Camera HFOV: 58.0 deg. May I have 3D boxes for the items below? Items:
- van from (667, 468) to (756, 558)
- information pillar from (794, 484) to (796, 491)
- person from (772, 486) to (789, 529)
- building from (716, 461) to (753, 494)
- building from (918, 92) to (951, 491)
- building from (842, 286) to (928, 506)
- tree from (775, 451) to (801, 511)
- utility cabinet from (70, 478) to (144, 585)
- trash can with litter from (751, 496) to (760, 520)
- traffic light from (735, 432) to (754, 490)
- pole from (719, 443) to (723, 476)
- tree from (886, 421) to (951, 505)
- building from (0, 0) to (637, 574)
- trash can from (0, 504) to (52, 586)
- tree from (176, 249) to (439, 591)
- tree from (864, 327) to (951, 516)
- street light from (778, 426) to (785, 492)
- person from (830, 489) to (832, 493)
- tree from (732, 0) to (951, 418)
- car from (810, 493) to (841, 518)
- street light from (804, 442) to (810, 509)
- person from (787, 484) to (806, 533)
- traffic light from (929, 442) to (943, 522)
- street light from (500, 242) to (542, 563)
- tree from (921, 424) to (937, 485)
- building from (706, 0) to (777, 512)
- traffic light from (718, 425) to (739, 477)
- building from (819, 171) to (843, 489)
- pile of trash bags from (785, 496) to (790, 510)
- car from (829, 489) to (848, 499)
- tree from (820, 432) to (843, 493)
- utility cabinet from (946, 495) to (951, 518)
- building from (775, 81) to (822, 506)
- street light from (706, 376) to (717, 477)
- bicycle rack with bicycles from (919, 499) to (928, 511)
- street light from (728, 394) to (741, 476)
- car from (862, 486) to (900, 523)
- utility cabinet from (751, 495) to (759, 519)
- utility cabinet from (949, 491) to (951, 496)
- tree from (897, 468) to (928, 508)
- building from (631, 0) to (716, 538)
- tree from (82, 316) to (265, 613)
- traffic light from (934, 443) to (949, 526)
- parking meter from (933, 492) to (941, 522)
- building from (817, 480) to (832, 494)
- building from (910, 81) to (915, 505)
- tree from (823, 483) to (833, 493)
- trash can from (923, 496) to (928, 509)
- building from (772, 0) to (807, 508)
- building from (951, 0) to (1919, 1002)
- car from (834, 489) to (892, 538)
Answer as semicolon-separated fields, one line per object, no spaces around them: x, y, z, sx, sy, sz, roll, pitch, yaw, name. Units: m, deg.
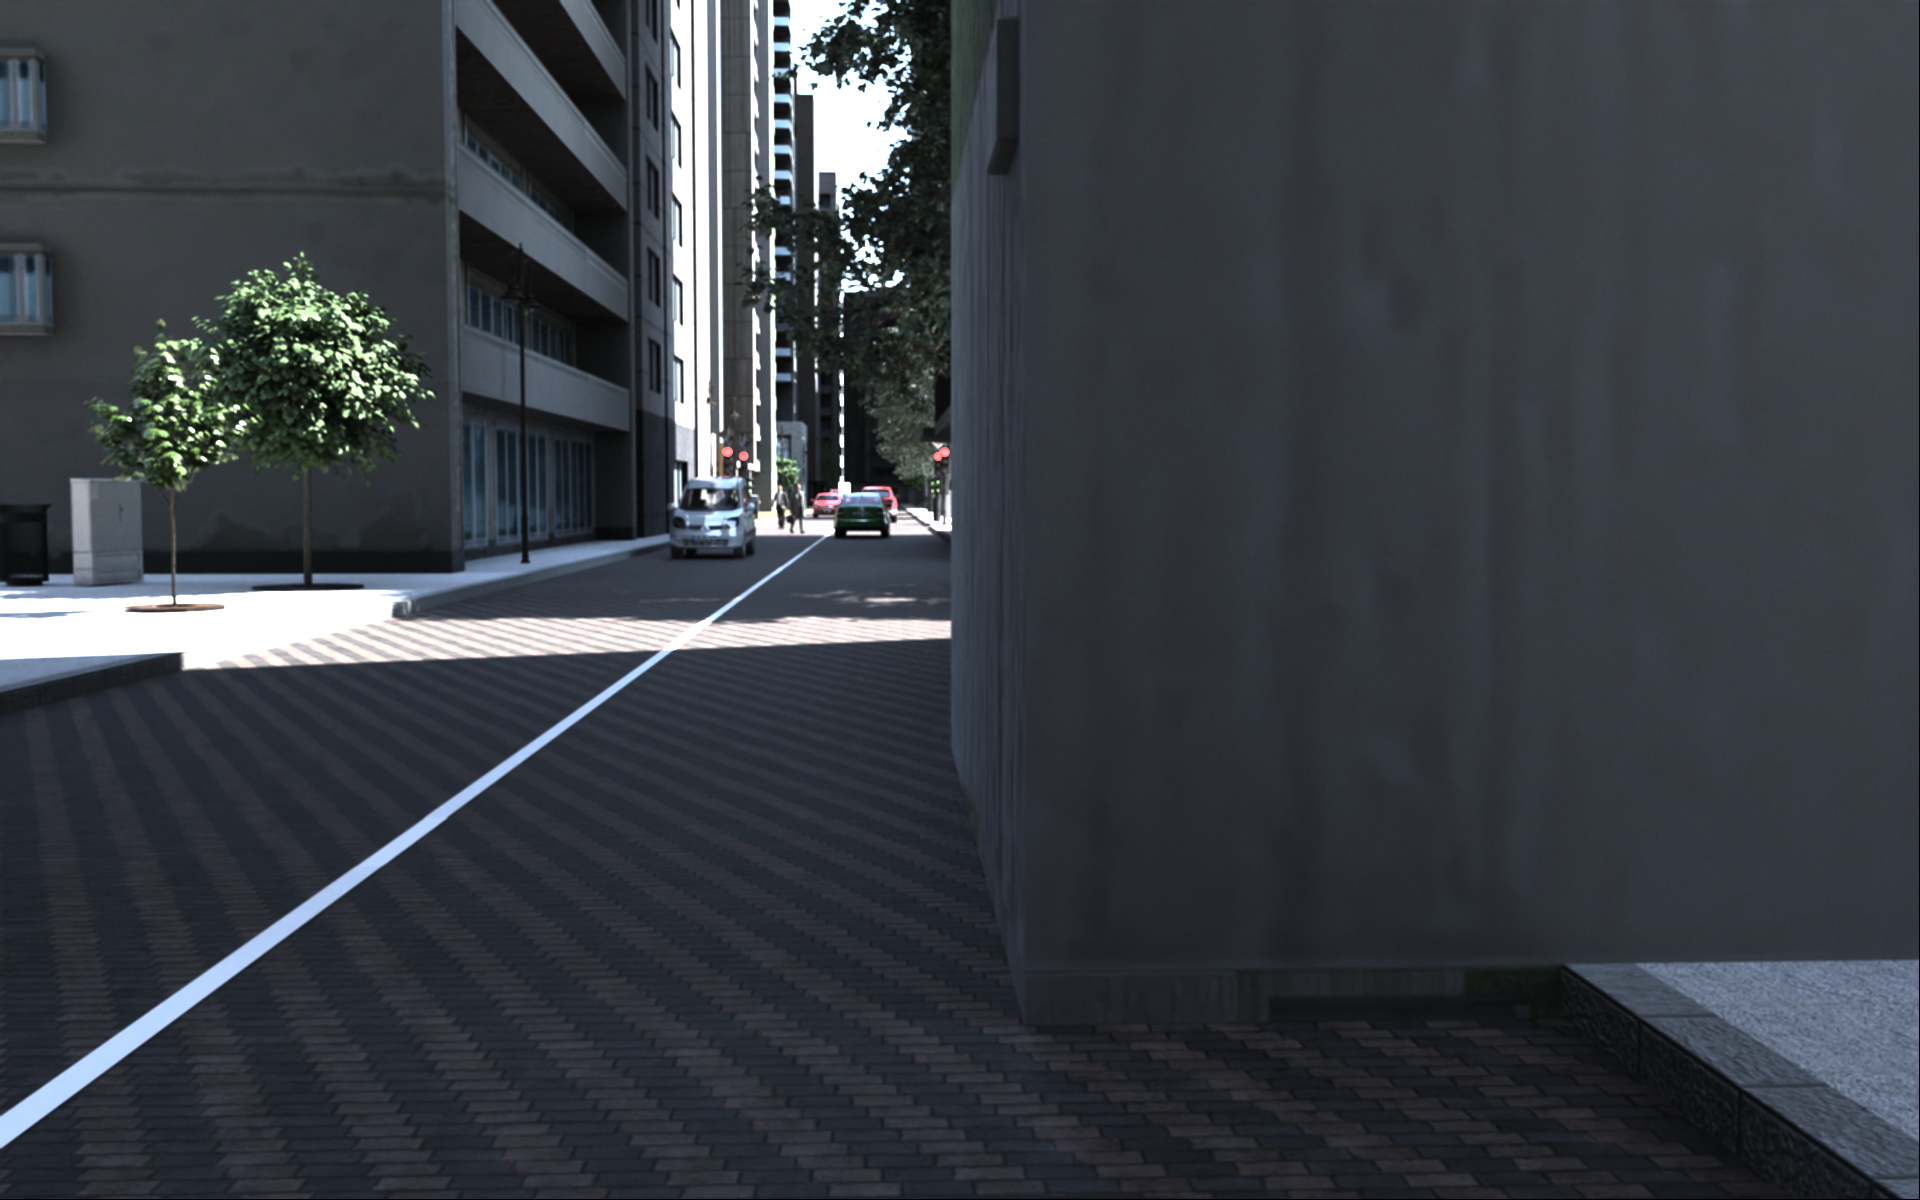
-5.674;-2.016;39.979;2.013;2.044;4.112;0;4;-2;van
-11.559;-7.207;122.326;0.304;2.012;0.304;1;4;8;information pillar
-7.337;-3.780;70.709;0.661;1.777;0.834;0;4;-3;person
-27.927;-24.587;93.882;32.217;40.220;23.993;0;4;-2;building
10.354;-35.666;172.377;28.713;52.752;27.495;0;4;-2;building
-9.540;-28.885;243.976;14.107;30.474;14.160;0;4;-2;building
-13.798;-9.070;132.001;4.285;4.588;4.351;0;3;0;tree
-12.049;-0.968;24.509;0.318;1.500;1.173;0;4;7;utility cabinet
-10.326;-4.600;86.595;0.624;1.170;1.055;0;4;-1;trash can with litter
-9.703;-5.452;78.059;0.839;4.253;0.868;0;4;-2;traffic light
-9.466;-4.574;68.630;0.158;3.312;0.155;0;3;0;pole
-3.410;-14.173;149.853;7.486;12.596;7.792;0;3;0;tree
-19.313;-25.250;36.541;21.300;48.544;21.600;0;4;-2;building
-13.112;-0.770;24.242;0.748;1.137;0.748;0;3;0;trash can
-8.790;-2.424;23.346;4.285;4.588;4.351;0;3;0;tree
-1.984;-13.166;121.922;9.857;13.997;8.962;0;3;0;tree
-11.807;-8.695;114.950;0.468;5.910;1.993;0;4;-2;street light
-9.236;-7.082;124.690;0.834;1.777;0.661;-1;4;-23;person
1.949;-6.623;25.292;9.611;12.733;9.660;0;3;0;tree
-8.094;-5.948;106.294;2.155;1.783;4.494;0;4;-3;car
-13.344;-10.929;151.483;0.468;5.910;1.993;0;4;-2;street light
-5.926;-3.336;63.150;0.694;1.812;0.767;-2;4;-31;person
-1.001;-5.476;78.453;0.839;4.253;0.868;0;4;-2;traffic light
-8.083;-3.624;32.037;0.468;5.910;1.993;0;4;-2;street light
-1.902;-11.041;130.887;4.737;8.622;4.395;0;3;0;tree
-20.428;-26.764;121.192;14.154;41.232;14.086;0;4;-2;building
-9.355;-4.964;70.082;0.839;4.253;0.868;0;4;-2;traffic light
-27.720;-38.088;246.437;21.600;48.544;21.300;0;4;-2;building
-14.288;-7.918;139.209;1.912;1.369;3.447;2;4;26;pile of trash bags
-9.806;-8.011;139.660;2.281;1.827;5.304;0;4;-4;car
-15.684;-15.392;202.021;4.737;8.622;4.395;0;3;0;tree
-0.570;-5.026;93.343;0.306;1.237;1.020;0;4;3;utility cabinet
-22.579;-33.035;190.240;14.600;45.320;14.200;0;4;-2;building
-9.808;-5.837;68.227;0.468;5.910;1.993;0;4;-2;street light
-1.785;-6.995;127.749;2.852;0.926;2.925;-2;4;-28;bicycle rack with bicycles
-10.193;-6.452;78.282;0.468;5.910;1.993;0;4;-2;street light
-4.217;-4.863;88.187;2.281;1.827;5.304;0;4;-2;car
-10.830;-4.744;88.720;1.020;1.237;0.306;-2;4;-29;utility cabinet
-0.288;-6.561;115.958;1.173;1.500;0.318;2;4;23;utility cabinet
-4.082;-10.617;157.308;4.285;4.588;4.351;0;3;0;tree
-19.868;-37.927;58.364;20.611;71.187;20.563;0;4;-2;building
-8.817;-1.496;19.060;1.663;3.219;1.824;0;3;0;tree
-0.652;-4.988;70.476;0.839;4.253;0.868;0;4;-2;traffic light
-1.078;-4.436;80.935;0.372;1.533;0.369;0;3;0;parking meter
-30.877;-34.377;216.694;28.867;44.769;22.147;0;4;-2;building
4.362;-41.167;215.080;21.231;58.520;28.212;0;4;-2;building
-17.727;-14.435;230.605;1.663;3.219;1.824;0;3;0;tree
-2.828;-8.227;146.170;0.748;1.137;0.748;0;3;0;trash can
-25.825;-52.207;166.262;22.319;86.520;31.000;0;4;-2;building
6.886;-19.997;10.539;14.154;41.232;14.086;0;4;-2;building
-3.269;-3.029;58.328;1.959;1.807;4.718;0;4;-1;car
